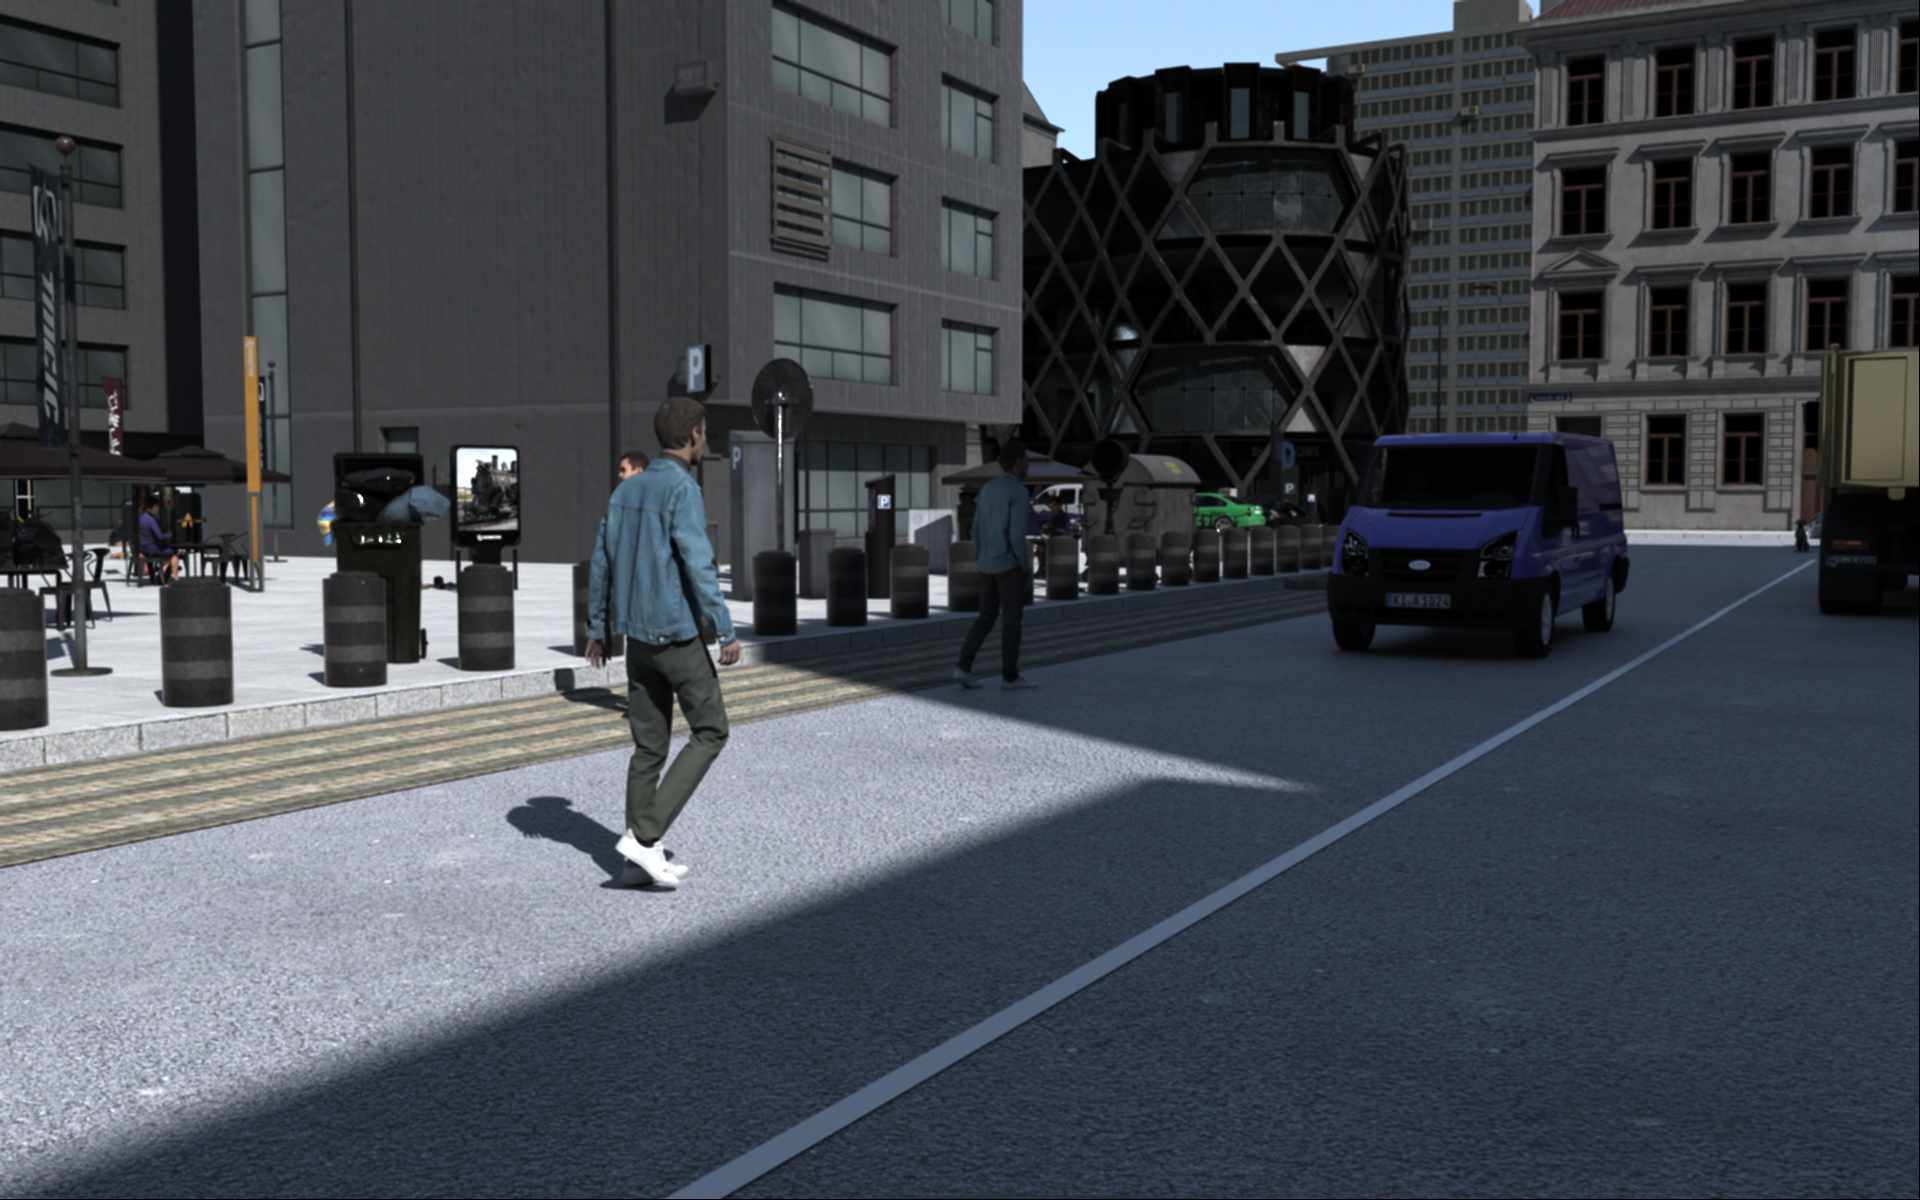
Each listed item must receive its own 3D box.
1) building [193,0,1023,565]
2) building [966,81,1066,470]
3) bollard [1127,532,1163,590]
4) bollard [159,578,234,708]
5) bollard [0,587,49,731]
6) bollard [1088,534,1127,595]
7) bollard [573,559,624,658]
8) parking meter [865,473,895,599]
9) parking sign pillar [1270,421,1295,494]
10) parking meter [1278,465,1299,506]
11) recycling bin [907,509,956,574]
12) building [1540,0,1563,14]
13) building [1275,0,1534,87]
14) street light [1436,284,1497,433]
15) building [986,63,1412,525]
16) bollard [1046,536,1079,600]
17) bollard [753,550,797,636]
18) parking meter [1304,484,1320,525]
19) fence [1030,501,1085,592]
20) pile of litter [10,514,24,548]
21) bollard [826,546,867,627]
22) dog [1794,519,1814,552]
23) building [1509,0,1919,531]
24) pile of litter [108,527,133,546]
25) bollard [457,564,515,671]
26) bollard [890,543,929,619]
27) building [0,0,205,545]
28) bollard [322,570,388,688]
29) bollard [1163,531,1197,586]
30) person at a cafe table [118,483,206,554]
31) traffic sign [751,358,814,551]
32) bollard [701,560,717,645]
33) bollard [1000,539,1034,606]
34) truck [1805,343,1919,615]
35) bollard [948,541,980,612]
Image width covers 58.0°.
[{"bbox_3d":[-6.620,-21.674,37.970,14.086,41.232,14.154,2,4,29],"label":"building"},{"bbox_3d":[-5.340,-14.288,82.762,18.267,20.994,9.793,2,4,29],"label":"building"},{"bbox_3d":[2.428,-0.520,23.216,0.404,0.777,0.398,0,3,0],"label":"bollard"},{"bbox_3d":[-4.656,0.254,10.568,0.404,0.777,0.398,0,3,0],"label":"bollard"},{"bbox_3d":[-5.245,0.318,9.520,0.404,0.777,0.398,0,3,0],"label":"bollard"},{"bbox_3d":[1.839,-0.456,22.168,0.404,0.777,0.398,0,3,0],"label":"bollard"},{"bbox_3d":[-2.871,0.058,13.761,0.404,0.777,0.398,0,3,0],"label":"bollard"},{"bbox_3d":[-0.980,-0.786,21.266,0.372,1.533,0.369,0,3,0],"label":"parking meter"},{"bbox_3d":[11.988,-4.639,64.327,1.447,3.967,1.447,3,4,36],"label":"parking sign pillar"},{"bbox_3d":[6.714,-1.818,35.442,0.399,1.863,0.255,0,4,6],"label":"parking meter"},{"bbox_3d":[-0.459,-0.961,28.274,0.722,1.027,0.722,0,4,6],"label":"recycling bin"},{"bbox_3d":[70.431,-44.971,173.532,20.611,71.187,20.563,2,4,29],"label":"building"},{"bbox_3d":[44.137,-27.321,138.578,32.217,40.220,23.993,2,4,29],"label":"building"},{"bbox_3d":[11.216,-4.043,38.637,1.470,5.913,1.316,2,4,29],"label":"street light"},{"bbox_3d":[11.412,-12.808,76.861,16.811,18.784,16.820,2,4,29],"label":"building"},{"bbox_3d":[1.247,-0.391,21.108,0.404,0.777,0.398,0,3,0],"label":"bollard"},{"bbox_3d":[-1.696,-0.070,15.858,0.404,0.777,0.398,0,3,0],"label":"bollard"},{"bbox_3d":[8.447,-2.032,41.640,0.372,1.533,0.369,0,3,0],"label":"parking meter"},{"bbox_3d":[0.858,-0.662,22.024,0.480,1.192,2.264,2,4,31],"label":"fence"},{"bbox_3d":[-20.202,-1.389,36.669,1.719,0.858,1.176,-3,5,-40],"label":"pile of litter"},{"bbox_3d":[-1.106,-0.134,16.907,0.404,0.777,0.398,0,3,0],"label":"bollard"},{"bbox_3d":[20.888,-1.584,42.730,0.800,0.831,0.513,-1,4,-12],"label":"dog"},{"bbox_3d":[31.987,-13.883,63.151,21.152,22.565,11.583,2,4,29],"label":"building"},{"bbox_3d":[-20.410,-1.784,43.135,1.719,0.858,1.176,-3,5,-44],"label":"pile of litter"},{"bbox_3d":[-3.473,0.124,12.697,0.404,0.777,0.398,0,3,0],"label":"bollard"},{"bbox_3d":[-0.523,-0.198,17.958,0.404,0.777,0.398,0,3,0],"label":"bollard"},{"bbox_3d":[-26.549,-16.894,47.914,14.107,30.474,14.160,2,4,29],"label":"building"},{"bbox_3d":[-4.064,0.189,11.635,0.404,0.777,0.398,0,3,0],"label":"bollard"},{"bbox_3d":[3.018,-0.584,24.268,0.404,0.777,0.398,0,3,0],"label":"bollard"},{"bbox_3d":[-17.069,-1.747,37.084,1.698,1.524,1.622,-1,4,-12],"label":"person at a cafe table"},{"bbox_3d":[-1.692,-0.988,16.254,0.768,2.556,0.104,3,4,36],"label":"traffic sign"},{"bbox_3d":[-2.286,-0.006,14.811,0.404,0.777,0.398,0,3,0],"label":"bollard"},{"bbox_3d":[0.656,-0.326,20.054,0.404,0.777,0.398,0,3,0],"label":"bollard"},{"bbox_3d":[13.165,-1.680,23.397,3.469,3.379,9.791,2,4,28],"label":"truck"},{"bbox_3d":[0.066,-0.262,19.006,0.404,0.777,0.398,0,3,0],"label":"bollard"}]
